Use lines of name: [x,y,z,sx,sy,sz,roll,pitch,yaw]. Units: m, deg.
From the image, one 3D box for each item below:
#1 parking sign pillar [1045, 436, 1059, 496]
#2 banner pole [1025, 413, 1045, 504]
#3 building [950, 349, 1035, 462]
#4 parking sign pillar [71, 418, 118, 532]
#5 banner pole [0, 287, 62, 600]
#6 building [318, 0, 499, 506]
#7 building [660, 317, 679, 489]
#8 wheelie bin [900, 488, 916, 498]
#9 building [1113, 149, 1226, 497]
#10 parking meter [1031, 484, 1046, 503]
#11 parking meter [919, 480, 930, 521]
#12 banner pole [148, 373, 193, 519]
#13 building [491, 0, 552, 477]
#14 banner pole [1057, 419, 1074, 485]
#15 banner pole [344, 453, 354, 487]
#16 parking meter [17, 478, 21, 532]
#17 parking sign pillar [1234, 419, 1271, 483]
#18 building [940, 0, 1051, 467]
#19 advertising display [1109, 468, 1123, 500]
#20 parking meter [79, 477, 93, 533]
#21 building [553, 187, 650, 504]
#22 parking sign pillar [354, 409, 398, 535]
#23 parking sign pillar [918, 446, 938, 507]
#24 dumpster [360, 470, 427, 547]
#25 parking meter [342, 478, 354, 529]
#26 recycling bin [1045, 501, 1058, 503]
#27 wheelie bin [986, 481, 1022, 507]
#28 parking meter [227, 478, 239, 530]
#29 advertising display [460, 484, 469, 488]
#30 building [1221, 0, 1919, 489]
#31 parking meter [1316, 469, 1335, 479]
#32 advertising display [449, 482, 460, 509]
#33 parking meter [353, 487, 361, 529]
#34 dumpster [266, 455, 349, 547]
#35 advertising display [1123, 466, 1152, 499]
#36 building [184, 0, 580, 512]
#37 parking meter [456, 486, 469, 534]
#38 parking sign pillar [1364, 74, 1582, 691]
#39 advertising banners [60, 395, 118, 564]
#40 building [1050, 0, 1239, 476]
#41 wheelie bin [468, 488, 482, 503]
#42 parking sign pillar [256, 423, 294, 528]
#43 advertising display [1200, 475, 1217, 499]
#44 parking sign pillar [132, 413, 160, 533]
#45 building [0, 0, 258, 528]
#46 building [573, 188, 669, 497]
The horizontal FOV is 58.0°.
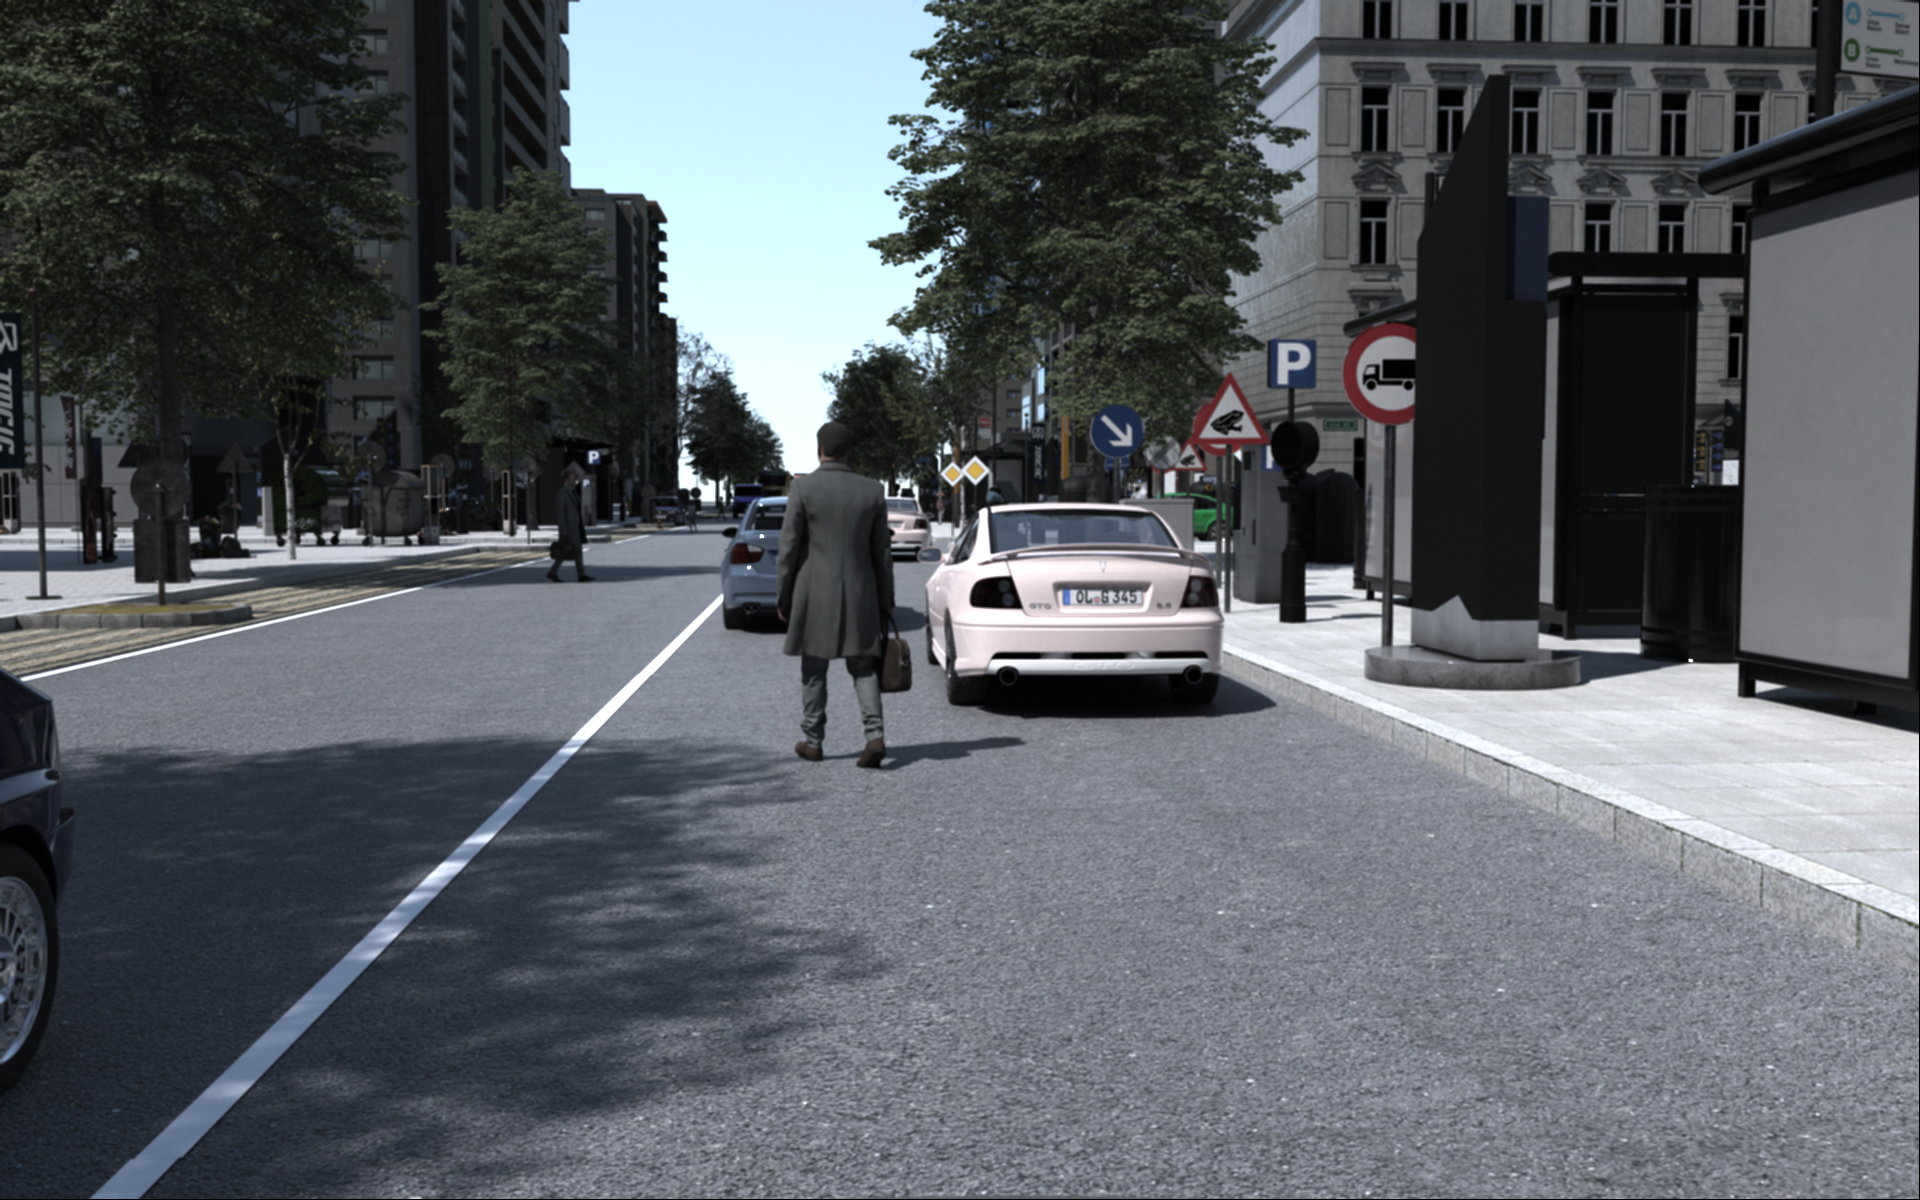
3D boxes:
parking sign pillar: [4.207,-5.683,81.382,1.447,3.967,1.447,-1,4,-23]
banner pole: [2.270,-3.885,53.538,0.863,3.779,0.401,-1,4,-19]
building: [13.446,-24.393,243.866,27.650,21.520,28.899,0,4,-4]
parking sign pillar: [-29.830,-4.348,59.554,1.447,3.967,1.447,-2,4,-32]
banner pole: [-11.450,-1.899,21.066,0.863,3.779,0.401,0,4,-7]
building: [-39.210,-26.382,114.937,14.154,41.232,14.086,0,4,-4]
building: [-52.008,-30.635,272.585,14.160,30.474,14.107,0,4,-4]
wheelie bin: [-2.935,-5.424,96.585,0.980,1.594,0.693,1,4,20]
building: [14.805,-15.778,108.886,10.553,20.767,40.483,0,4,-4]
parking meter: [2.021,-2.228,44.831,0.372,1.533,0.369,0,3,0]
parking meter: [-1.407,-3.905,69.559,0.399,1.863,0.255,-3,5,-41]
banner pole: [-16.518,-2.811,35.973,0.401,3.779,0.863,2,4,33]
building: [-44.589,-31.293,135.335,21.300,48.544,21.600,0,4,-4]
banner pole: [3.554,-4.149,57.851,0.863,3.779,0.401,-3,4,-38]
banner pole: [-37.185,-7.056,105.383,0.863,3.779,0.401,0,4,4]
parking meter: [-32.134,-3.251,58.857,0.255,1.863,0.399,-1,4,-13]
parking sign pillar: [10.621,-4.550,62.865,1.447,3.967,1.447,1,4,15]
building: [9.064,-58.646,271.527,22.319,86.520,31.000,0,4,-4]
advertising display: [3.880,-2.304,42.891,0.123,1.923,0.974,1,4,22]
parking meter: [-29.141,-3.184,57.774,0.399,1.863,0.255,1,4,22]
building: [-48.900,-33.336,228.644,14.154,41.232,14.086,0,4,-4]
parking sign pillar: [-18.265,-4.036,54.463,1.447,3.967,1.447,1,4,20]
parking sign pillar: [-1.659,-6.253,90.701,1.447,3.967,1.447,-2,4,-34]
dumpster: [-14.031,-2.270,42.866,1.264,1.857,1.865,0,4,-4]
parking meter: [-22.312,-3.508,63.064,0.255,1.863,0.399,1,4,16]
recycling bin: [2.975,-2.988,61.401,0.722,1.027,0.722,3,4,36]
wheelie bin: [1.036,-2.080,41.920,0.693,1.594,0.980,2,4,35]
parking meter: [-26.268,-3.480,62.606,0.399,1.863,0.255,-2,4,-27]
advertising display: [-31.157,-6.293,108.106,0.974,1.923,0.123,-1,4,-20]
building: [34.633,-18.362,76.640,44.131,29.872,17.030,0,4,-4]
parking meter: [8.436,-2.102,40.072,0.399,1.863,0.255,3,5,42]
advertising display: [-27.248,-5.330,92.357,0.123,1.923,0.974,2,4,32]
parking meter: [-22.469,-3.433,64.537,0.372,1.533,0.369,0,3,0]
dumpster: [-16.127,-2.468,42.845,1.502,2.255,1.985,0,4,-5]
advertising display: [4.125,-2.120,39.874,0.123,1.923,0.974,-2,4,-24]
building: [-50.851,-34.866,159.299,28.713,52.752,27.495,0,4,-4]
parking meter: [-15.891,-2.867,55.281,0.372,1.533,0.369,0,3,0]
parking sign pillar: [3.543,-1.432,11.891,1.447,3.967,1.447,0,4,-5]
advertising banners: [-15.975,-2.176,31.760,0.090,3.025,2.074,0,4,-3]
building: [17.092,-43.469,148.972,20.563,71.187,20.611,0,4,-4]
wheelie bin: [-26.472,-5.269,94.052,0.980,1.594,0.693,-2,4,-29]
parking sign pillar: [-26.011,-4.730,65.802,1.447,3.967,1.447,3,5,42]
advertising display: [8.666,-3.360,60.151,0.974,1.923,0.123,-3,5,-43]
parking sign pillar: [-27.014,-4.256,58.052,1.447,3.967,1.447,-2,4,-30]
building: [-42.975,-29.728,75.284,28.713,52.752,27.495,0,4,-4]
building: [-53.907,-36.445,250.491,22.147,44.769,28.867,0,4,-4]
